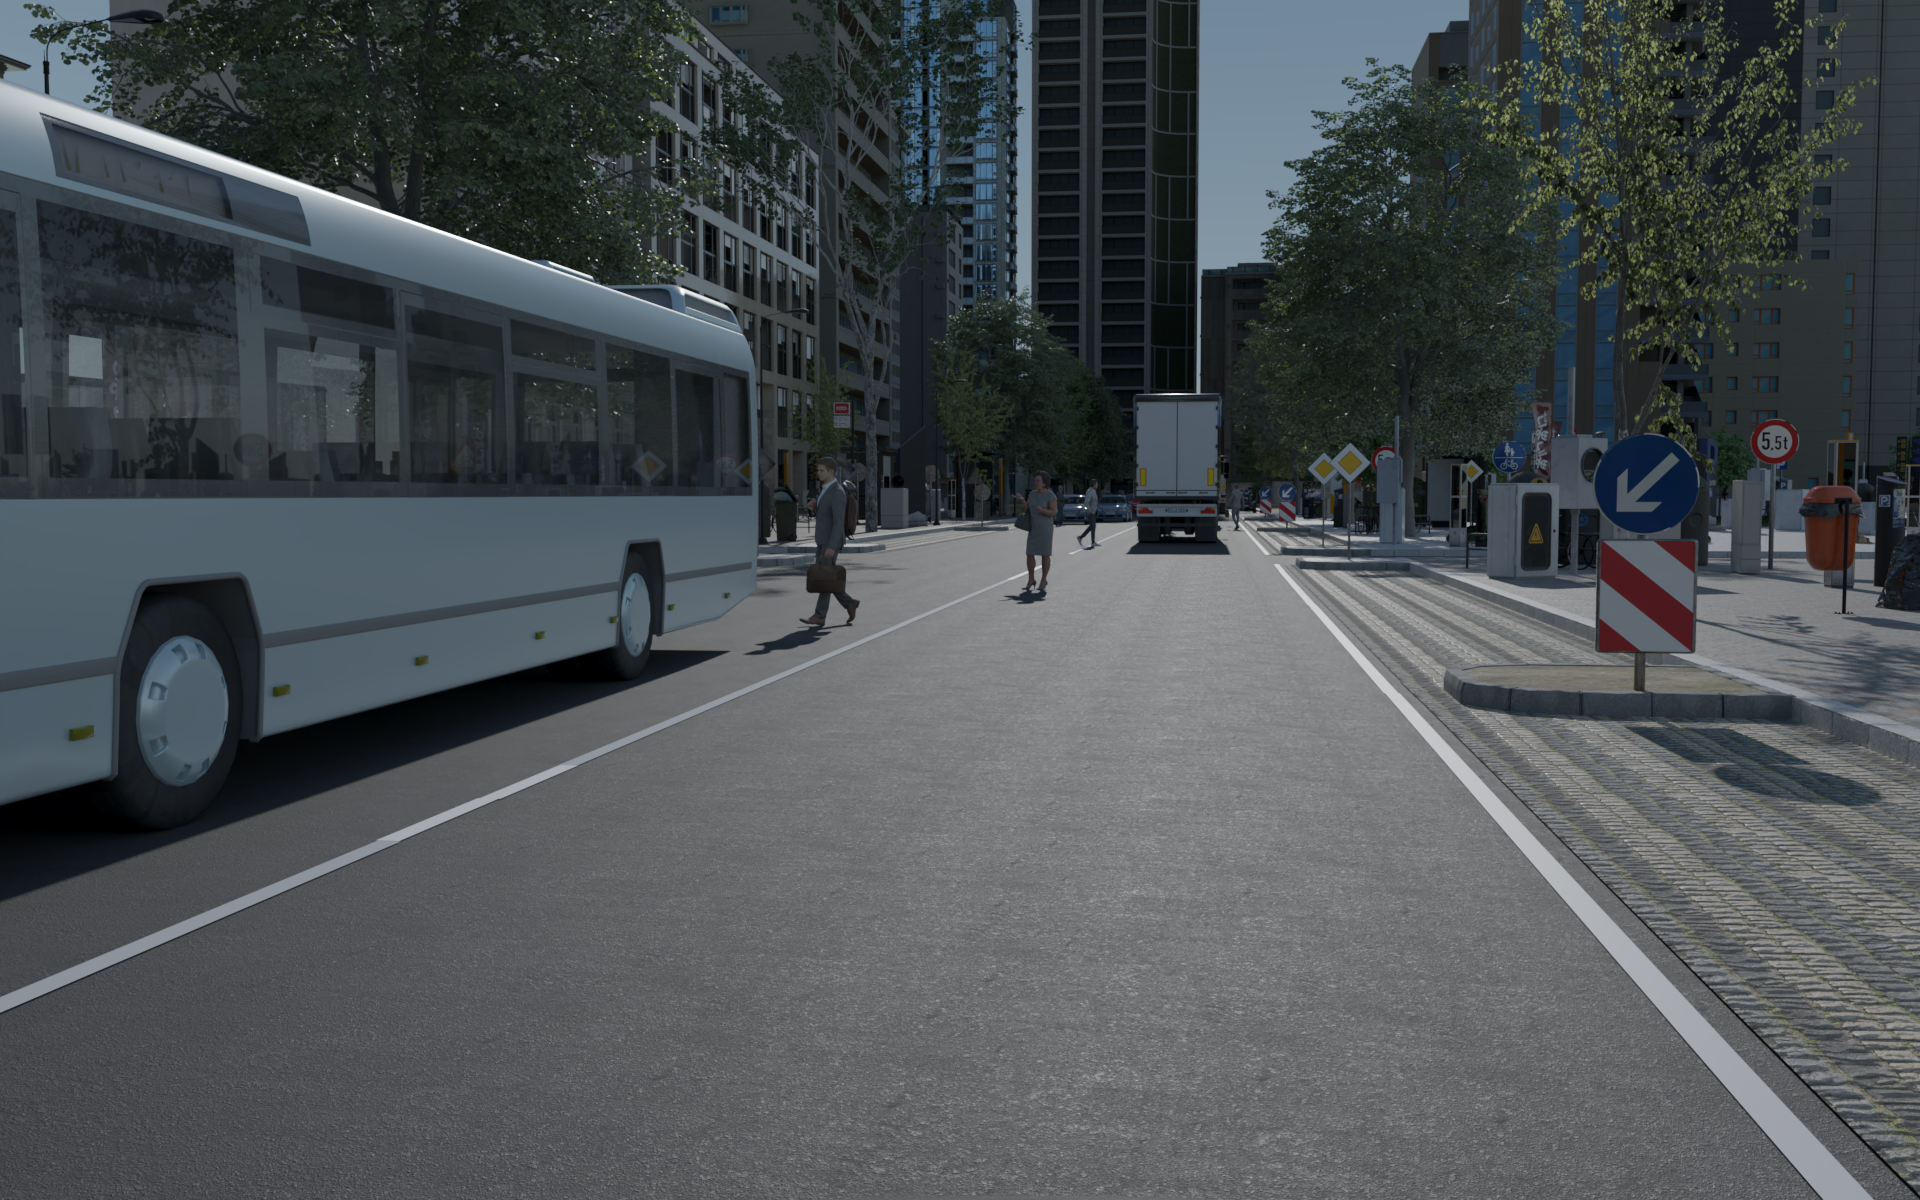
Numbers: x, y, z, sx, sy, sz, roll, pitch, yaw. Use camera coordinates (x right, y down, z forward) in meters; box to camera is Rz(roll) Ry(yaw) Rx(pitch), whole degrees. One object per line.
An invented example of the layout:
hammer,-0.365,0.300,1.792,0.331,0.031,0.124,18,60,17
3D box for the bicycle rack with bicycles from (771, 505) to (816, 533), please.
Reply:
bicycle rack with bicycles,-6.192,-2.684,57.262,2.852,0.926,2.925,-1,4,-22

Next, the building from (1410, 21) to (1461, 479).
building,50.647,-31.508,165.259,14.600,45.320,14.200,1,4,8

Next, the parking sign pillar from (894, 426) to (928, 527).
parking sign pillar,-1.992,-4.916,68.849,1.447,3.967,1.447,-3,5,-40

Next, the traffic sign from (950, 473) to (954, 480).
traffic sign,-0.190,-6.100,99.847,0.768,2.556,0.104,1,4,12

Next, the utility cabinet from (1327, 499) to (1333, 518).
utility cabinet,19.893,-5.108,92.193,1.173,1.500,0.318,-2,4,-32

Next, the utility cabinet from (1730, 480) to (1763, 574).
utility cabinet,12.752,-1.185,28.062,0.318,1.500,1.173,1,4,17

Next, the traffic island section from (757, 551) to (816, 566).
traffic island section,-4.168,-0.807,35.474,2.009,0.180,2.903,1,4,8

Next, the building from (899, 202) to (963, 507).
building,-7.090,-24.681,175.230,14.107,30.474,14.160,1,4,8

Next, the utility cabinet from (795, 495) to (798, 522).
utility cabinet,-7.777,-4.087,77.987,1.020,1.237,0.306,2,4,30

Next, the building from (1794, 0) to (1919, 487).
building,90.284,-43.933,156.563,20.611,71.187,20.563,1,4,8

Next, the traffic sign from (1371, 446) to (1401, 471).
traffic sign,11.307,-2.808,46.022,0.768,2.556,0.104,1,4,18

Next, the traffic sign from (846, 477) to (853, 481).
traffic sign,-4.758,-4.375,71.542,0.884,2.594,0.081,1,4,9

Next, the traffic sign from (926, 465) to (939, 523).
traffic sign,-1.295,-4.653,76.185,0.768,2.556,0.104,1,4,13

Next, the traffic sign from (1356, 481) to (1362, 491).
traffic sign,21.407,-5.645,92.400,0.768,2.556,0.104,1,4,15

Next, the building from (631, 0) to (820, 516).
building,-21.107,-17.897,97.135,19.350,26.468,34.151,1,4,8

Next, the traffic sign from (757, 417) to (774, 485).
traffic sign,-6.039,-3.208,46.321,2.265,3.308,0.079,1,4,17

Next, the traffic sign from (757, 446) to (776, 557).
traffic sign,-4.143,-1.943,35.409,0.795,2.450,0.064,1,4,8

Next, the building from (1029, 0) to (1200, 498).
building,20.308,-48.040,223.713,20.611,71.187,20.563,1,4,8

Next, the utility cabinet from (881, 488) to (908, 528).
utility cabinet,-2.449,-3.444,64.988,1.173,1.500,0.318,3,5,43

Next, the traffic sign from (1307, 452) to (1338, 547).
traffic sign,8.729,-2.321,41.584,0.795,2.450,0.064,1,4,8

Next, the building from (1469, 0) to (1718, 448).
building,43.969,-28.908,122.758,14.600,45.320,14.200,1,4,8

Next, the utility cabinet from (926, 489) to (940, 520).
utility cabinet,-1.544,-4.563,83.290,1.173,1.500,0.318,1,4,10

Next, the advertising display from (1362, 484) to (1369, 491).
advertising display,22.180,-5.404,93.562,0.974,1.923,0.123,1,4,17

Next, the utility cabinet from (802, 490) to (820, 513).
utility cabinet,-8.907,-5.857,104.441,1.173,1.500,0.318,-1,4,-9

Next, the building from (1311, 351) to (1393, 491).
building,59.622,-23.116,222.987,28.899,21.520,27.650,1,4,8

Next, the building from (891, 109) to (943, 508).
building,-18.554,-28.366,155.668,32.217,40.220,23.993,1,4,8

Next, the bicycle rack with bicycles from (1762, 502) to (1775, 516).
bicycle rack with bicycles,35.535,-3.832,76.041,2.852,0.926,2.925,0,4,6

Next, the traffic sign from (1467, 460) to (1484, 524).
traffic sign,17.179,-3.489,58.224,0.795,2.450,0.064,1,4,17

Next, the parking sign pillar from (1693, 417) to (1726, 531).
parking sign pillar,26.161,-4.424,60.797,1.447,3.967,1.447,3,5,42

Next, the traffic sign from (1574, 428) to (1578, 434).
traffic sign,12.027,-2.080,34.009,0.884,2.594,0.081,1,4,15

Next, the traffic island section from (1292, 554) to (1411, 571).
traffic island section,7.599,-0.702,33.757,2.009,0.180,2.903,1,4,8

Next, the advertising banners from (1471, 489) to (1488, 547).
advertising banners,13.425,-2.787,41.758,2.074,3.025,0.090,0,4,6

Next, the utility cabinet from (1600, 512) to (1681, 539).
utility cabinet,9.807,-0.998,24.990,1.173,1.500,0.318,-1,4,-18

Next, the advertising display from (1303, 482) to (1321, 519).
advertising display,18.475,-5.240,90.884,0.974,1.923,0.123,0,4,-4

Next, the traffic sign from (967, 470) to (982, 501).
traffic sign,0.797,-5.502,89.964,0.884,2.594,0.081,1,4,16

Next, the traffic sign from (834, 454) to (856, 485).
traffic sign,-2.989,-2.426,43.311,0.795,2.450,0.064,1,4,8

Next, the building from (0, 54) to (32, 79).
building,-58.175,-14.685,73.382,30.059,22.955,16.112,1,4,8

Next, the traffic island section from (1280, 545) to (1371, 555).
traffic island section,8.753,-1.185,41.658,2.009,0.180,2.903,1,4,8

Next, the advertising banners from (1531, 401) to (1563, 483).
advertising banners,11.716,-2.264,33.208,2.074,3.025,0.090,-2,4,-24

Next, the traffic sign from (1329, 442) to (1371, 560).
traffic sign,7.574,-1.837,33.683,0.795,2.450,0.064,1,4,8

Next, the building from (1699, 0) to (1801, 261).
building,69.706,-44.088,159.084,20.611,71.187,20.563,1,4,8

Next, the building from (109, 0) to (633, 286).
building,-22.253,-17.356,69.679,13.634,28.700,20.117,1,4,8

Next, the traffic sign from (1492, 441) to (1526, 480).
traffic sign,13.115,-2.527,41.425,0.768,2.556,0.104,1,4,12

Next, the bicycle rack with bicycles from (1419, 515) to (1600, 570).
bicycle rack with bicycles,9.935,-0.985,29.482,2.852,0.926,2.925,-1,4,-19

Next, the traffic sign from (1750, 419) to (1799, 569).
traffic sign,13.804,-1.793,29.424,0.768,2.556,0.104,1,4,11

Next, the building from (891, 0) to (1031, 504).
building,-5.459,-55.887,226.416,31.000,86.520,22.319,1,4,8

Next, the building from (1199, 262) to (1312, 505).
building,37.351,-27.368,219.171,14.107,30.474,14.160,1,4,8

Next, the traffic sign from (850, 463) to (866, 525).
traffic sign,-4.185,-4.317,70.685,0.768,2.556,0.104,1,4,9

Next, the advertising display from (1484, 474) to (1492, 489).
advertising display,17.318,-3.159,56.857,0.123,1.923,0.974,1,4,11

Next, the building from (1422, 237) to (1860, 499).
building,54.393,-18.267,143.704,27.650,21.520,28.899,1,4,8

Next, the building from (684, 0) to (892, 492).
building,-17.643,-31.079,131.848,21.300,48.544,21.600,1,4,8

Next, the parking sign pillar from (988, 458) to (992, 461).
parking sign pillar,1.733,-7.604,112.799,1.447,3.967,1.447,1,4,12

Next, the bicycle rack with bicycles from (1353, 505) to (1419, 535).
bicycle rack with bicycles,13.640,-2.566,55.333,2.852,0.926,2.925,3,4,37

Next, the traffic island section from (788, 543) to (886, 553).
traffic island section,-3.013,-1.290,43.376,2.009,0.180,2.903,1,4,8
